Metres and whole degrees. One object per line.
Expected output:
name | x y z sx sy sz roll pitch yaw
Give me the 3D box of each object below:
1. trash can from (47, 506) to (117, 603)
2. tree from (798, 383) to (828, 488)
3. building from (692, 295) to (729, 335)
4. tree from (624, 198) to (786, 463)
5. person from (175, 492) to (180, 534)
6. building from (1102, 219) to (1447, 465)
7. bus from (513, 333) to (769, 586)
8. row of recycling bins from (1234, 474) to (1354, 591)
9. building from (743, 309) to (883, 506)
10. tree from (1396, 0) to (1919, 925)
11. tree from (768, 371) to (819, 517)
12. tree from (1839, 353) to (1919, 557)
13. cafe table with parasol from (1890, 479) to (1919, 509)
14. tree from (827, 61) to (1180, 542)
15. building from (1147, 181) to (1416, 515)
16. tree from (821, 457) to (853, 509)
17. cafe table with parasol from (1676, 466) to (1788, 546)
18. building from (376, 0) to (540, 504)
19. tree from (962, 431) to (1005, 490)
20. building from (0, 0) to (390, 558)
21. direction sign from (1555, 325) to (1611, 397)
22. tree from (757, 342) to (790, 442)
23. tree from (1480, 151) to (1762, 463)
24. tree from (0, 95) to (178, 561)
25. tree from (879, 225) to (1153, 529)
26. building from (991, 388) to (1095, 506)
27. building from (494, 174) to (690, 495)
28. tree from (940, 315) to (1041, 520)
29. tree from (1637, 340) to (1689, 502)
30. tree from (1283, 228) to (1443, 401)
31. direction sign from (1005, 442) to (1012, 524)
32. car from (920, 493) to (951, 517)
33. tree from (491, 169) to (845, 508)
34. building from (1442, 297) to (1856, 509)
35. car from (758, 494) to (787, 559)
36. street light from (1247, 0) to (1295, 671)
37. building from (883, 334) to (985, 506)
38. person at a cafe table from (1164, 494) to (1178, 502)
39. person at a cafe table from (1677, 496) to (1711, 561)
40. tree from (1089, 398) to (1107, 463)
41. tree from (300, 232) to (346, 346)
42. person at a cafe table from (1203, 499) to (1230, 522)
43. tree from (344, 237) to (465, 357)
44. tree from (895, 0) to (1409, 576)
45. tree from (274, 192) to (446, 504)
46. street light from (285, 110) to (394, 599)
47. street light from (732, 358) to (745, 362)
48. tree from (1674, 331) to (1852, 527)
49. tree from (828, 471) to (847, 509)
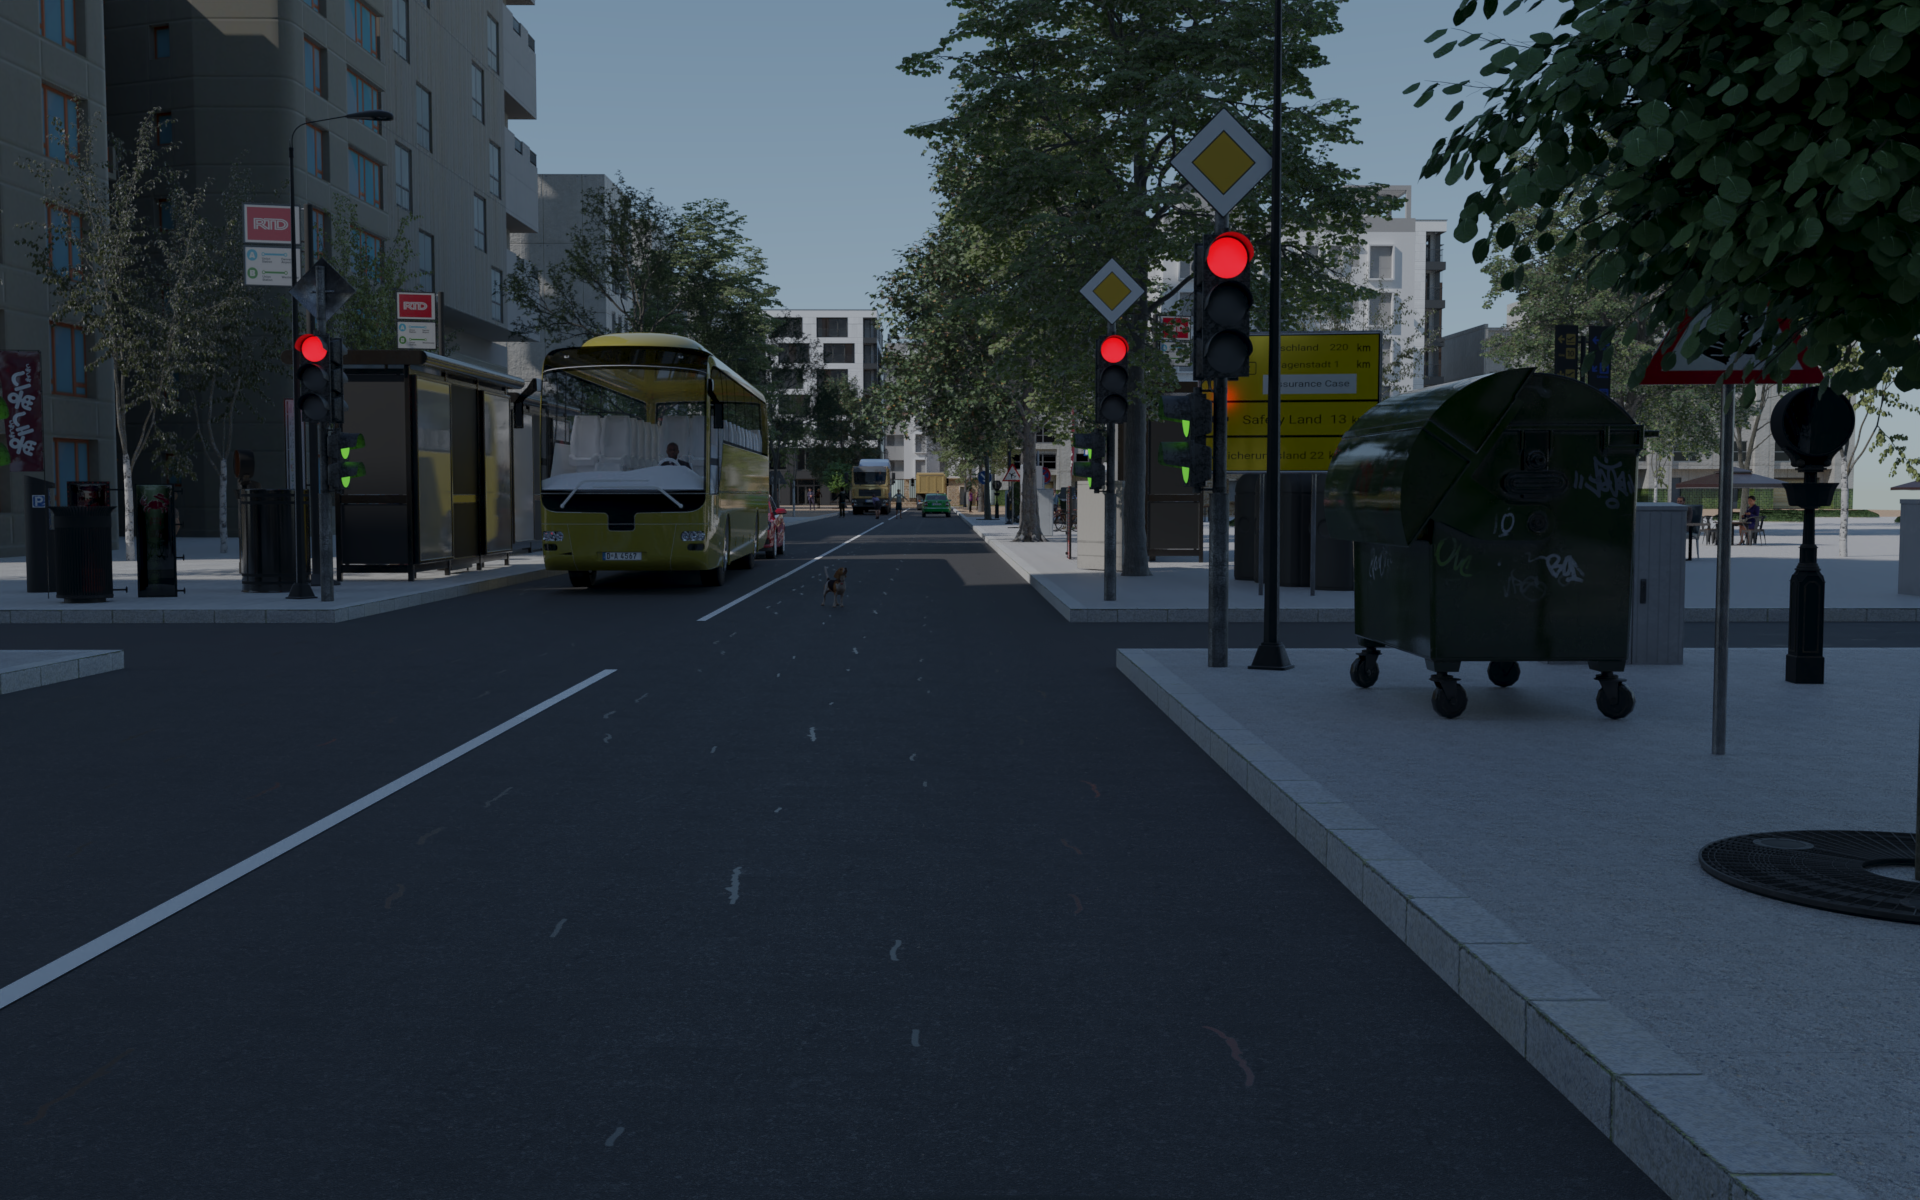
trash can | -10.379 -0.542 20.514 0.748 1.137 0.748 0 3 0
tree | -11.000 -14.983 161.977 9.611 12.733 9.660 0 3 0
building | -36.864 -17.502 152.611 31.486 18.905 16.747 0 4 -1
tree | -10.045 -9.100 66.918 7.486 12.596 7.792 0 3 0
person | -11.575 -0.927 25.110 0.435 1.345 0.340 -3 5 -42
building | 25.463 -18.429 145.281 27.936 21.610 32.646 0 4 -1
bus | -5.007 -2.362 30.163 2.896 3.916 12.252 0 4 -2
row of recycling bins | 4.807 -1.066 24.547 1.069 1.692 3.534 -1 4 -12
building | -25.644 -22.104 205.367 32.646 21.610 27.936 0 4 -1
tree | 3.283 -1.335 5.545 4.285 4.588 4.351 0 3 0
tree | -9.662 -9.026 97.940 4.737 8.622 4.395 0 3 0
tree | 18.151 -5.175 34.980 4.737 8.622 4.395 0 3 0
cafe table with parasol | 37.318 -3.792 66.871 2.610 1.966 2.610 1 4 19
tree | 1.769 -7.906 46.264 9.611 12.733 9.660 0 3 0
building | 19.546 -15.558 110.791 16.016 20.091 11.380 0 4 -1
tree | -10.711 -10.409 153.906 4.285 4.588 4.351 0 3 0
cafe table with parasol | 19.278 -2.346 43.218 2.610 1.966 2.610 3 5 40
building | -33.609 -29.528 72.018 28.713 52.752 27.495 0 4 -1
tree | 1.470 -9.270 101.931 4.737 8.622 4.395 0 3 0
building | -33.235 -12.220 44.830 27.650 21.520 28.899 0 4 -1
direction sign | 8.368 -1.917 23.346 0.876 3.537 0.379 -1 4 -17
tree | -9.591 -7.645 75.361 4.360 8.622 3.978 0 3 0
tree | 20.906 -9.002 53.838 9.857 13.997 8.962 0 3 0
tree | -15.644 -5.048 32.896 4.360 8.622 3.978 0 3 0
tree | 2.377 -9.433 64.592 12.009 13.543 11.850 0 3 0
building | 19.553 -20.365 199.426 31.486 18.905 16.747 0 4 -1
building | -28.179 -14.994 111.610 16.747 18.905 31.486 0 4 -1
tree | 1.238 -9.768 85.463 9.928 11.665 9.643 0 3 0
tree | 32.624 -7.955 80.420 4.737 8.622 4.395 0 3 0
tree | 10.362 -5.868 46.304 4.360 8.622 3.978 0 3 0
direction sign | 2.085 -4.984 73.487 0.379 3.537 0.876 0 4 -7
car | -1.491 -6.044 107.617 1.959 1.807 4.718 0 4 -2
tree | -8.867 -7.069 49.996 7.601 10.594 8.767 2 4 29
building | 59.543 -17.576 153.833 31.486 18.905 16.747 0 4 -1
car | -5.012 -1.874 39.683 2.155 1.783 4.494 0 4 -2
street light | 1.749 -2.448 12.567 1.470 5.913 1.316 0 4 -1
building | -2.995 -20.948 198.918 11.380 20.091 16.016 0 4 -1
person at a cafe table | 8.716 -3.811 70.823 1.698 1.524 1.622 2 4 25
person at a cafe table | 13.791 -1.402 33.779 1.726 1.238 1.698 -2 4 -33
tree | 8.780 -8.619 91.284 4.737 8.622 4.395 0 3 0
tree | -16.028 -5.336 37.603 4.360 8.622 3.978 0 3 0
person at a cafe table | 11.743 -4.257 80.470 1.698 1.238 1.726 -3 5 -39
tree | -16.592 -6.048 49.249 4.360 8.622 3.978 0 3 0
tree | 2.887 -6.623 26.415 7.486 12.596 7.792 0 3 0
tree | -14.423 -5.623 42.305 4.737 8.622 4.395 0 3 0
street light | -7.544 -2.969 21.088 1.470 5.913 1.316 0 4 -1
street light | -7.946 -5.310 59.362 1.470 5.913 1.316 0 4 -1
tree | 30.952 -8.707 68.112 9.928 11.665 9.643 0 3 0
tree | -10.484 -9.354 147.532 1.663 3.219 1.824 0 3 0
